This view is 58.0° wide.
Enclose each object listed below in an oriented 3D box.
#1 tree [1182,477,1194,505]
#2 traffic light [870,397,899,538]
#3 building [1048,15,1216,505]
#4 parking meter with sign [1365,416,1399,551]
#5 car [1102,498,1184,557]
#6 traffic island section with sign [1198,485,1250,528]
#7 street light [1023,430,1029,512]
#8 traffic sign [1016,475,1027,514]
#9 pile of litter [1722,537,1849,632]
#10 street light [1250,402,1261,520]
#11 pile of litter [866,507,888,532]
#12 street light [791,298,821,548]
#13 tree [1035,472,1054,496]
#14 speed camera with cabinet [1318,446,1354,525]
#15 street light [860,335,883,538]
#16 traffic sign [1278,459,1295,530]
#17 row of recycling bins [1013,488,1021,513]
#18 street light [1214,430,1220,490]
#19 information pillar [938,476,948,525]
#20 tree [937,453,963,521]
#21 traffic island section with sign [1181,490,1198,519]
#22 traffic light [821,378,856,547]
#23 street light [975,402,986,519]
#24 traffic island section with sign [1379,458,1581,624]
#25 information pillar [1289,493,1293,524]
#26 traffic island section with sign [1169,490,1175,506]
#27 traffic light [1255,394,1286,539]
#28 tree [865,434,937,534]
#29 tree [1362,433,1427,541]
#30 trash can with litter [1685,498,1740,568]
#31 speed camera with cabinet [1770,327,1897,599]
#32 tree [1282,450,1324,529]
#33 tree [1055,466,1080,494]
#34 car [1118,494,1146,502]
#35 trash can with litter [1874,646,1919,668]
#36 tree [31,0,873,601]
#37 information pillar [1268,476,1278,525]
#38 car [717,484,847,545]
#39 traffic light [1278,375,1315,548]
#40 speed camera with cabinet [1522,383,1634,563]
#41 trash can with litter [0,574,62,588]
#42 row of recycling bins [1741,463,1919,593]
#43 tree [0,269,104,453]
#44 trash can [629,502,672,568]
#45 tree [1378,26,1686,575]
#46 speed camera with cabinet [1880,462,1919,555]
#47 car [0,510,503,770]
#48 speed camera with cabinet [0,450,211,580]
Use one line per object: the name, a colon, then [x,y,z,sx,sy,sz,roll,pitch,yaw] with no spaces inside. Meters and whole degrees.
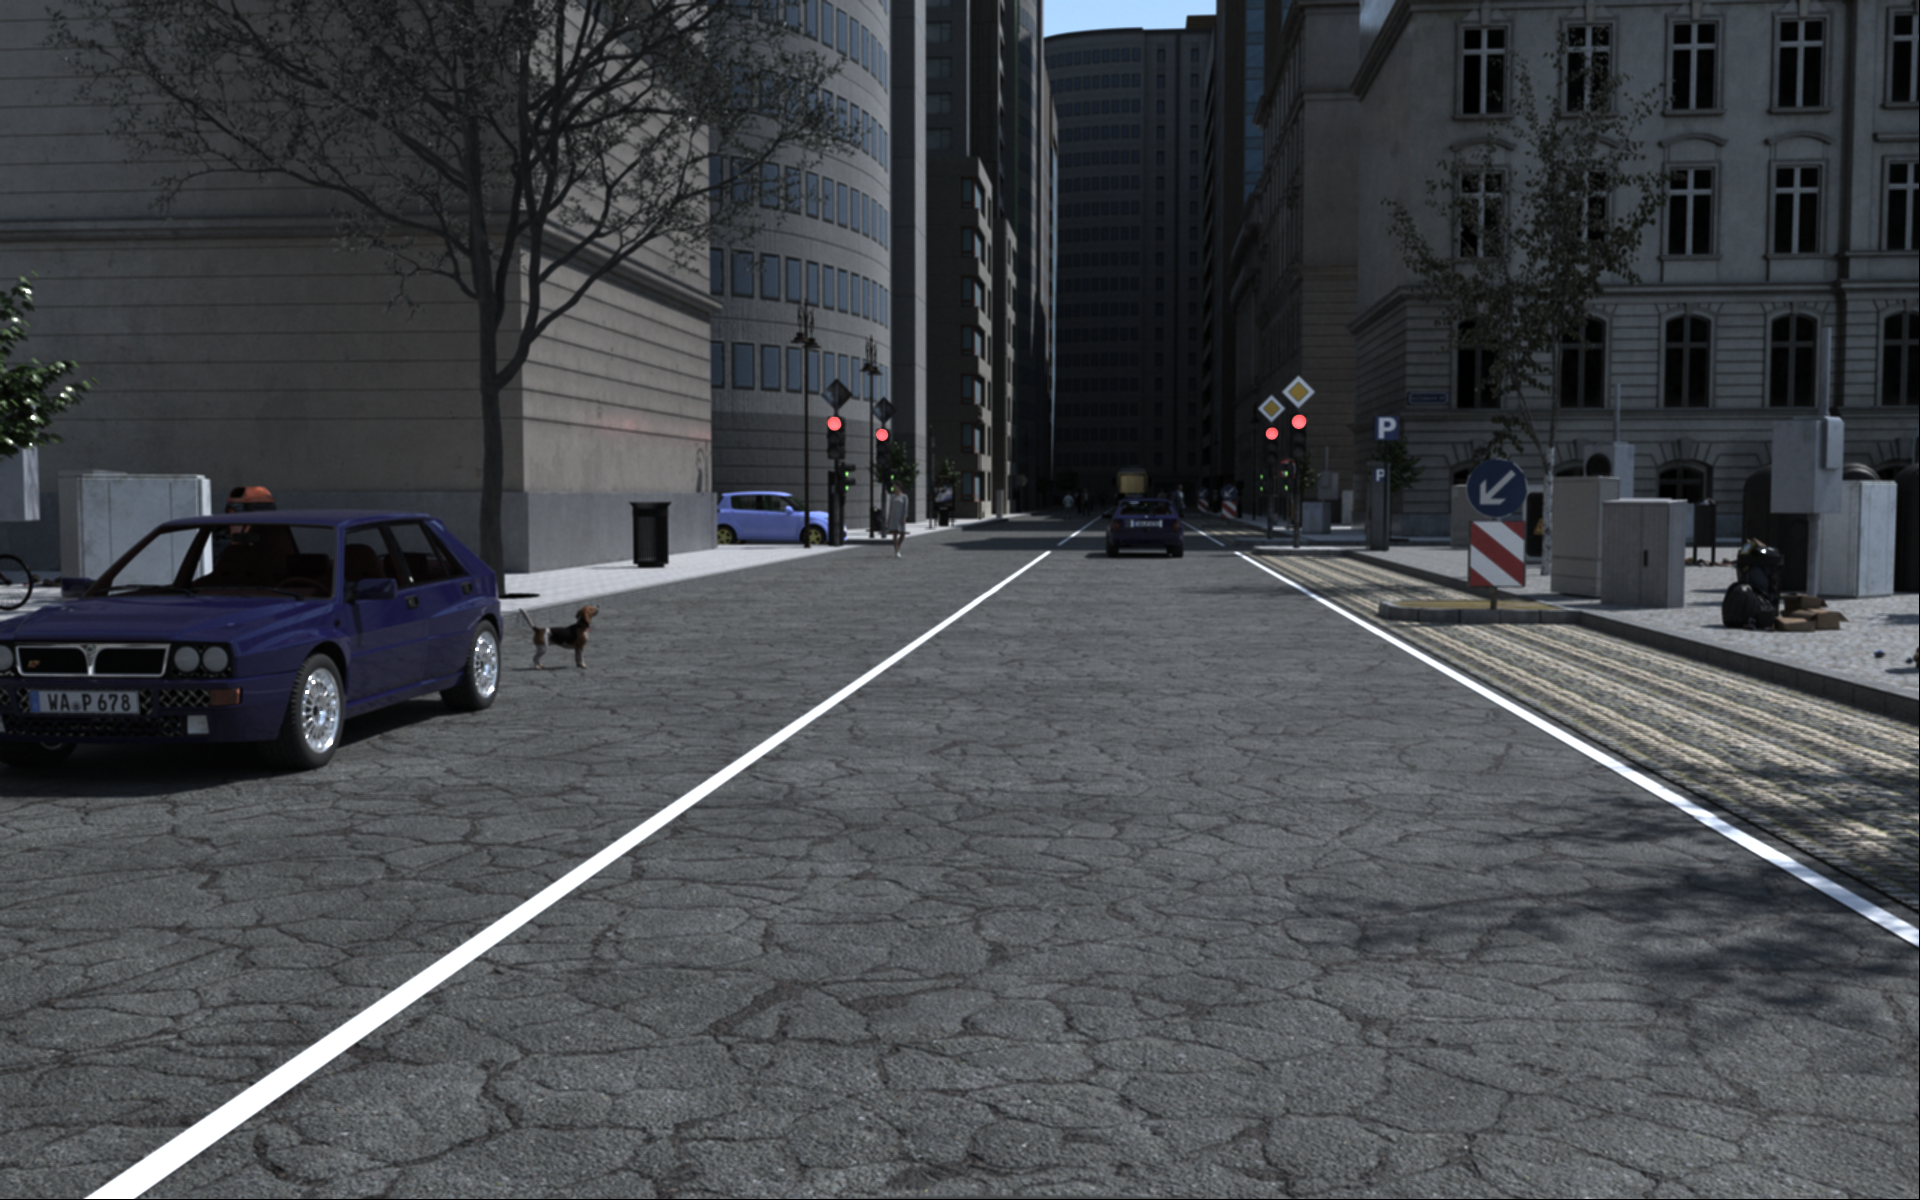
tree: [25.674,-12.350,196.525,1.663,3.219,1.824,0,3,0]
traffic light: [-2.189,-3.739,50.055,0.839,4.253,0.868,0,4,6]
building: [20.979,-41.353,218.112,28.212,58.520,21.231,0,4,6]
parking meter with sign: [9.554,-2.643,39.470,0.543,3.016,1.738,0,4,4]
car: [4.293,-1.710,40.535,1.945,1.354,3.894,0,4,4]
traffic island section with sign: [11.271,-3.972,73.566,1.989,1.847,2.006,0,4,6]
street light: [4.773,-9.269,124.337,0.468,5.910,1.993,0,4,6]
traffic sign: [4.007,-6.920,113.249,0.768,2.556,0.104,1,4,9]
pile of litter: [8.033,-0.174,16.809,1.719,0.858,1.176,-3,4,-38]
street light: [14.550,-6.896,85.544,0.468,5.910,1.993,0,4,6]
pile of litter: [-2.632,-2.791,59.592,1.176,0.858,1.719,-1,4,-9]
street light: [-3.641,-4.177,41.085,0.468,5.910,1.993,0,4,6]
tree: [7.201,-9.347,147.427,1.663,3.219,1.824,0,3,0]
speed camera with cabinet: [15.783,-4.704,71.239,2.038,3.252,0.660,3,4,36]
street light: [-2.577,-4.751,50.474,0.468,5.910,1.993,0,4,6]
traffic sign: [11.824,-3.810,62.392,0.768,2.556,0.104,1,4,10]
row of recycling bins: [2.463,-6.905,120.002,3.534,1.692,1.069,0,4,3]
street light: [18.086,-9.150,122.396,0.468,5.910,1.993,0,4,6]
information pillar: [-0.699,-4.054,70.772,0.304,2.012,0.304,-2,4,-26]
tree: [-0.650,-5.331,81.771,1.663,3.219,1.824,0,3,0]
traffic island section with sign: [13.940,-5.612,100.389,1.989,1.847,2.006,0,4,6]
traffic light: [-2.983,-3.253,42.109,0.839,4.253,0.868,0,4,6]
street light: [1.019,-7.005,87.324,0.468,5.910,1.993,0,4,6]
traffic island section with sign: [5.908,-0.693,19.951,1.989,1.847,2.006,0,4,6]
information pillar: [14.275,-5.036,73.685,0.504,3.616,0.183,-3,4,-38]
traffic island section with sign: [18.932,-8.668,150.342,1.989,1.847,2.006,0,4,6]
traffic light: [8.770,-3.673,48.980,0.839,4.253,0.868,0,4,6]
tree: [-1.992,-3.725,55.501,1.663,3.219,1.824,0,3,0]
tree: [12.008,-3.247,47.684,1.663,3.219,1.824,0,3,0]
trash can with litter: [13.405,-1.207,30.793,1.678,1.210,2.233,-1,4,-14]
speed camera with cabinet: [10.733,-1.645,21.236,2.038,3.252,0.660,-3,4,-37]
tree: [12.809,-4.296,64.843,1.663,3.219,1.824,0,3,0]
tree: [12.510,-13.362,202.174,4.285,4.588,4.351,0,3,0]
car: [10.826,-5.844,107.348,2.131,1.459,4.920,0,4,7]
trash can with litter: [7.887,-0.125,13.108,1.678,1.210,2.233,3,5,42]
tree: [-5.656,-6.769,21.043,12.009,13.543,11.850,0,3,0]
information pillar: [13.038,-4.139,72.161,0.304,2.012,0.304,2,4,35]
car: [-4.860,-2.235,46.133,3.694,1.707,1.945,0,4,5]
traffic light: [7.976,-3.187,41.034,0.839,4.253,0.868,0,4,6]
speed camera with cabinet: [11.227,-2.275,31.529,0.660,3.252,2.038,-2,4,-31]
trash can with litter: [-12.513,-0.817,24.422,2.233,1.210,1.678,1,4,20]
row of recycling bins: [12.295,-0.970,22.978,3.534,1.692,1.069,0,4,7]
tree: [-7.469,-1.105,12.670,1.663,3.219,1.824,0,3,0]
trash can: [-5.424,-1.145,30.369,0.748,1.137,0.748,0,3,0]
tree: [9.095,-4.705,27.294,4.360,8.622,3.978,0,3,0]
speed camera with cabinet: [21.272,-2.687,38.270,0.660,3.252,2.038,0,4,3]
car: [-4.091,0.141,10.282,1.945,1.354,3.894,0,4,4]
speed camera with cabinet: [-7.553,-1.253,14.815,2.038,3.252,0.660,-1,4,-16]
